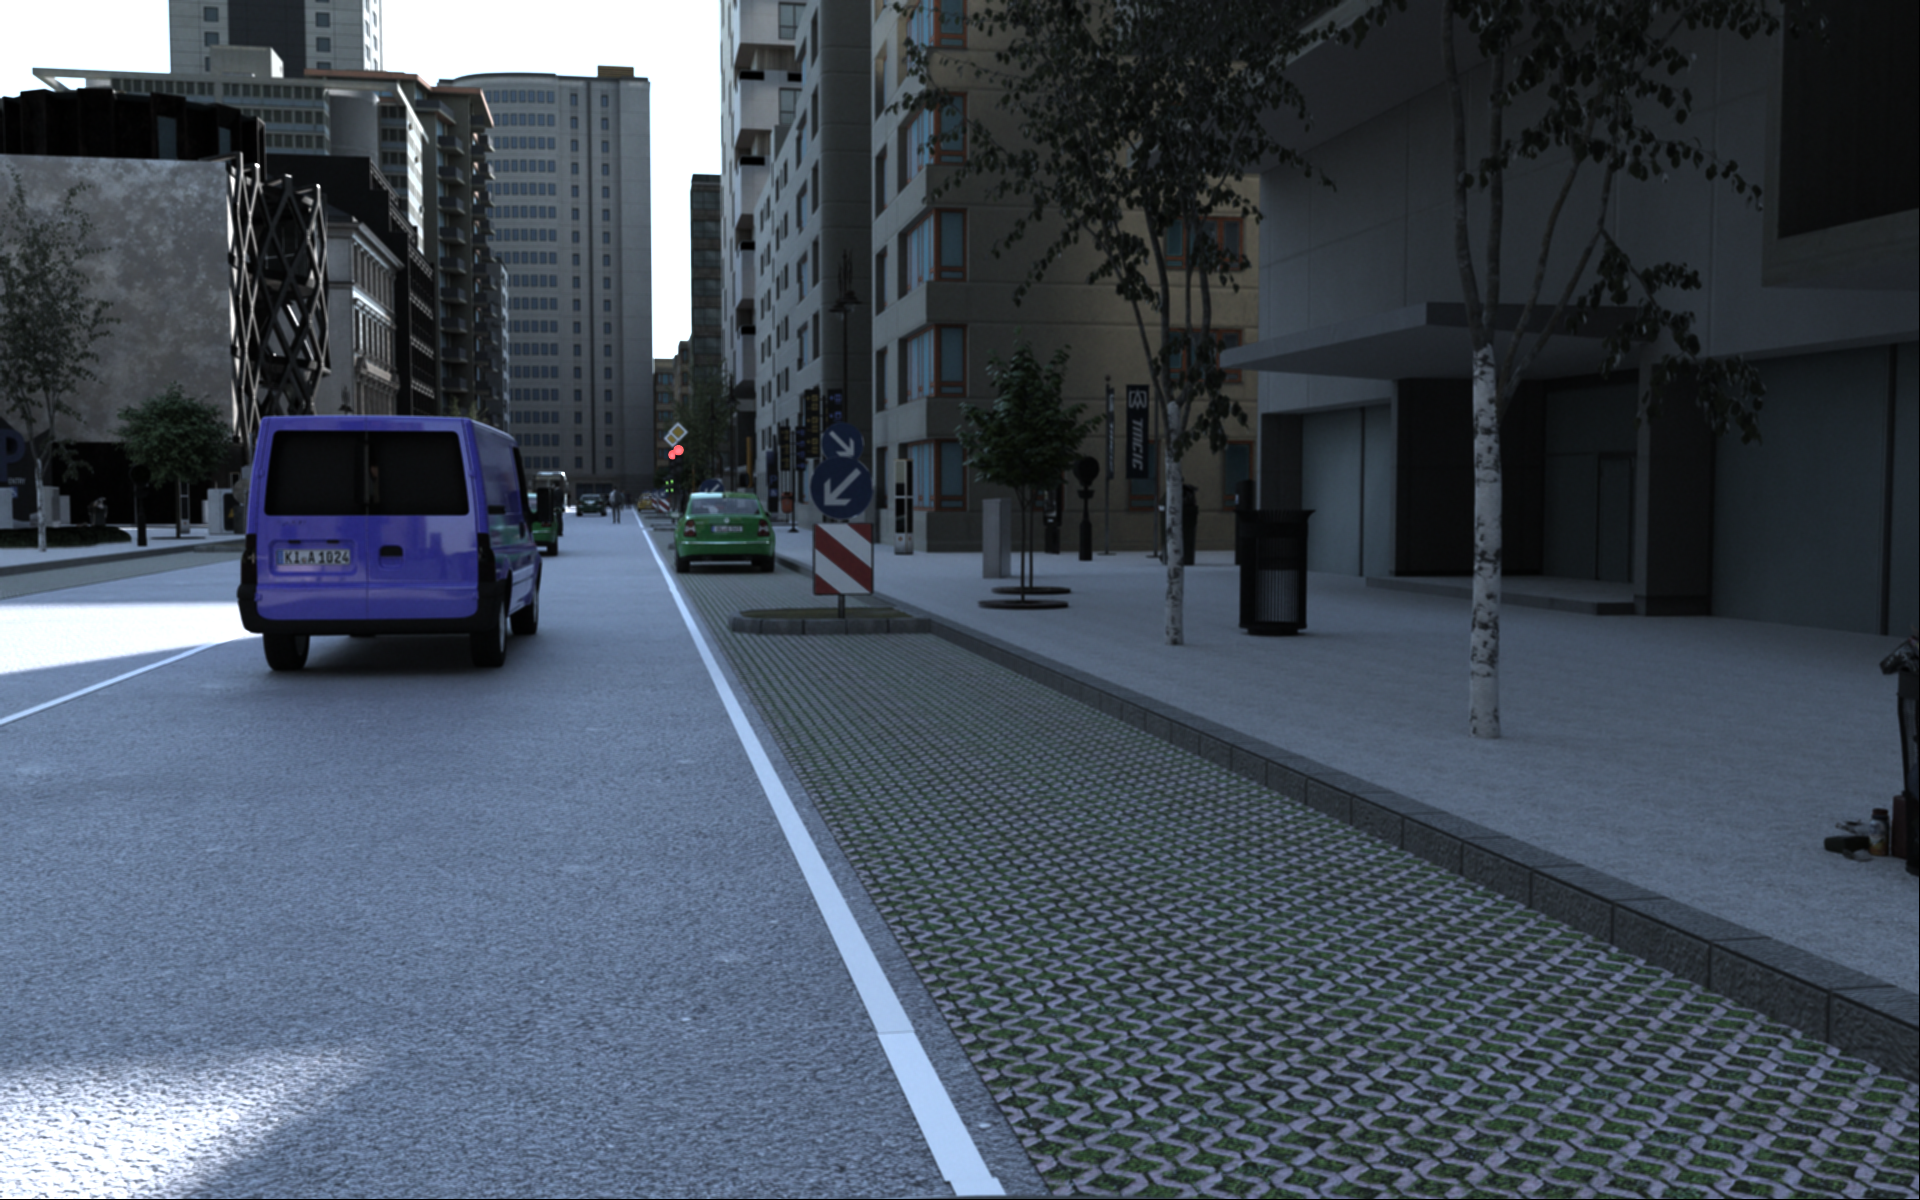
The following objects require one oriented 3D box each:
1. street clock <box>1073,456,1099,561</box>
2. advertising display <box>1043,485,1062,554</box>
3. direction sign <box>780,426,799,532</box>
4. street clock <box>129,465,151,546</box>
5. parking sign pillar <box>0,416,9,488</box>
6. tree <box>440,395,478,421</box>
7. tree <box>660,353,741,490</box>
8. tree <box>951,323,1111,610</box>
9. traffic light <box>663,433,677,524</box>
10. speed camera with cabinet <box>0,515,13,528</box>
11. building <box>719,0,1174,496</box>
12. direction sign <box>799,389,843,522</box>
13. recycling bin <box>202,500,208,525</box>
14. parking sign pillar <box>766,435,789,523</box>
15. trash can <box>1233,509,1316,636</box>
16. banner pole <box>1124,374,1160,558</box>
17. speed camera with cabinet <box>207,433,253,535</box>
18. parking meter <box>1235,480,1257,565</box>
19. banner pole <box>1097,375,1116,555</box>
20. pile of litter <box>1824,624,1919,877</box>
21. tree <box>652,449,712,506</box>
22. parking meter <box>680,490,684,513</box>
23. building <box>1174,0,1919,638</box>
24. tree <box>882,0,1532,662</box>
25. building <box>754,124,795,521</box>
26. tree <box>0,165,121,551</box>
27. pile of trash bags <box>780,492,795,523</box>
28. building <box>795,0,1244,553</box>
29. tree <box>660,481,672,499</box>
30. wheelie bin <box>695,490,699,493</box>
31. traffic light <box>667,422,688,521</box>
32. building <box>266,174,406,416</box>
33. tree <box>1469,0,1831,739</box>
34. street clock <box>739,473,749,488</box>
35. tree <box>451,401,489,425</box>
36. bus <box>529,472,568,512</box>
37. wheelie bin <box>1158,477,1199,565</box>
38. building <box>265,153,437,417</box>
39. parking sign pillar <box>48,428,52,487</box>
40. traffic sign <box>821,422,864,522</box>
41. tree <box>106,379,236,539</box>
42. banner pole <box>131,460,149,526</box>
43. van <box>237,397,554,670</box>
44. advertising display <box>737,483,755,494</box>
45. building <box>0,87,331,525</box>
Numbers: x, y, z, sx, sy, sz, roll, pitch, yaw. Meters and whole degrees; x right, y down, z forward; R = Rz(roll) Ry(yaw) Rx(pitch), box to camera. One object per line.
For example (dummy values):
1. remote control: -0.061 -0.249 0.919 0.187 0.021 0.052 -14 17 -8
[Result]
1. street clock: 2.420 -1.758 33.307 0.471 2.002 0.358 -2 4 -26
2. advertising display: 1.987 -1.959 37.236 0.123 1.923 0.974 -1 4 -14
3. direction sign: -5.591 -4.038 58.022 0.876 3.537 0.379 1 4 11
4. street clock: -20.152 -2.327 42.618 0.471 2.002 0.358 -2 4 -34
5. parking sign pillar: -28.514 -3.874 51.804 1.447 3.967 1.447 1 4 12
6. tree: -36.836 -10.885 128.339 4.737 8.622 4.395 0 3 0
7. tree: -13.168 -8.496 89.266 4.737 8.622 4.395 0 3 0
8. tree: 0.661 -1.539 19.769 1.663 3.219 1.824 0 3 0
9. traffic light: -12.484 -5.279 75.232 0.839 4.253 0.868 -1 4 -11
10. speed camera with cabinet: -25.954 -3.133 45.566 2.038 3.252 0.660 1 4 18
11. building: -2.936 -32.702 123.916 28.713 52.752 27.495 -1 4 -11
12. direction sign: -2.935 -2.778 37.421 0.876 3.537 0.379 1 4 18
13. recycling bin: -31.241 -3.659 72.385 0.722 1.027 0.722 -2 4 -32
14. parking sign pillar: -8.426 -5.468 77.867 1.447 3.967 1.447 -1 4 -10
15. trash can: 2.865 -0.255 15.831 0.748 1.137 0.748 0 3 0
16. banner pole: 3.735 -2.748 34.940 0.863 3.779 0.401 -1 4 -8
17. speed camera with cabinet: -23.044 -3.732 55.352 0.660 3.252 2.038 2 4 25
18. parking meter: 5.177 -1.404 31.374 0.372 1.533 0.369 0 3 0
19. banner pole: 3.130 -2.826 36.221 0.401 3.779 0.863 0 4 -7
20. pile of litter: 3.620 0.497 5.847 1.176 0.858 1.719 1 4 16
21. tree: -19.055 -8.482 122.399 4.285 4.588 4.351 0 3 0
22. parking meter: -19.343 -6.828 120.050 0.372 1.533 0.369 0 3 0
23. building: 18.208 -26.215 17.847 28.713 52.752 27.495 -1 4 -11
24. tree: 1.614 -3.917 14.399 4.360 8.622 3.978 0 3 0
25. building: 4.264 -15.283 94.914 28.899 21.520 27.650 -1 4 -11
26. tree: -20.556 -5.375 38.247 4.360 8.622 3.978 0 3 0
27. pile of trash bags: -8.968 -4.038 75.769 3.447 1.369 1.912 0 4 -6
28. building: 10.111 -12.783 54.036 27.650 21.520 28.899 -1 4 -11
29. tree: -30.604 -11.495 182.551 1.663 3.219 1.824 0 3 0
30. wheelie bin: -18.898 -7.166 125.065 0.693 1.594 0.980 0 4 8
31. traffic light: -10.969 -4.799 67.391 0.839 4.253 0.868 -1 4 -11
32. building: -39.982 -14.663 104.364 10.561 19.102 19.286 -1 4 -11
33. tree: 2.891 -3.567 8.690 4.360 8.622 3.978 0 3 0
34. street clock: -7.475 -3.396 60.089 0.358 2.002 0.471 1 4 10
35. tree: -38.740 -11.394 136.660 4.360 8.622 3.978 0 3 0
36. bus: -33.403 -8.940 141.024 2.948 3.499 13.247 -1 4 -12
37. wheelie bin: 3.964 -1.434 31.358 0.693 1.594 0.980 0 4 -3
38. building: -43.953 -17.837 121.319 12.332 23.373 15.834 -1 4 -11
39. parking sign pillar: -37.692 -5.014 70.445 1.447 3.967 1.447 -3 5 -40
40. traffic sign: -2.094 -1.877 30.787 0.768 2.556 0.104 -1 4 -9
41. tree: -22.591 -4.037 49.712 4.285 4.588 4.351 0 3 0
42. banner pole: -33.520 -4.939 70.776 0.401 3.779 0.863 2 4 27
43. van: -4.978 -0.701 15.849 2.240 2.365 5.245 -1 4 -9
44. advertising display: -12.105 -5.672 97.945 0.974 1.923 0.123 0 4 1
45. building: -38.457 -13.024 80.393 16.820 18.784 16.811 -1 4 -11
